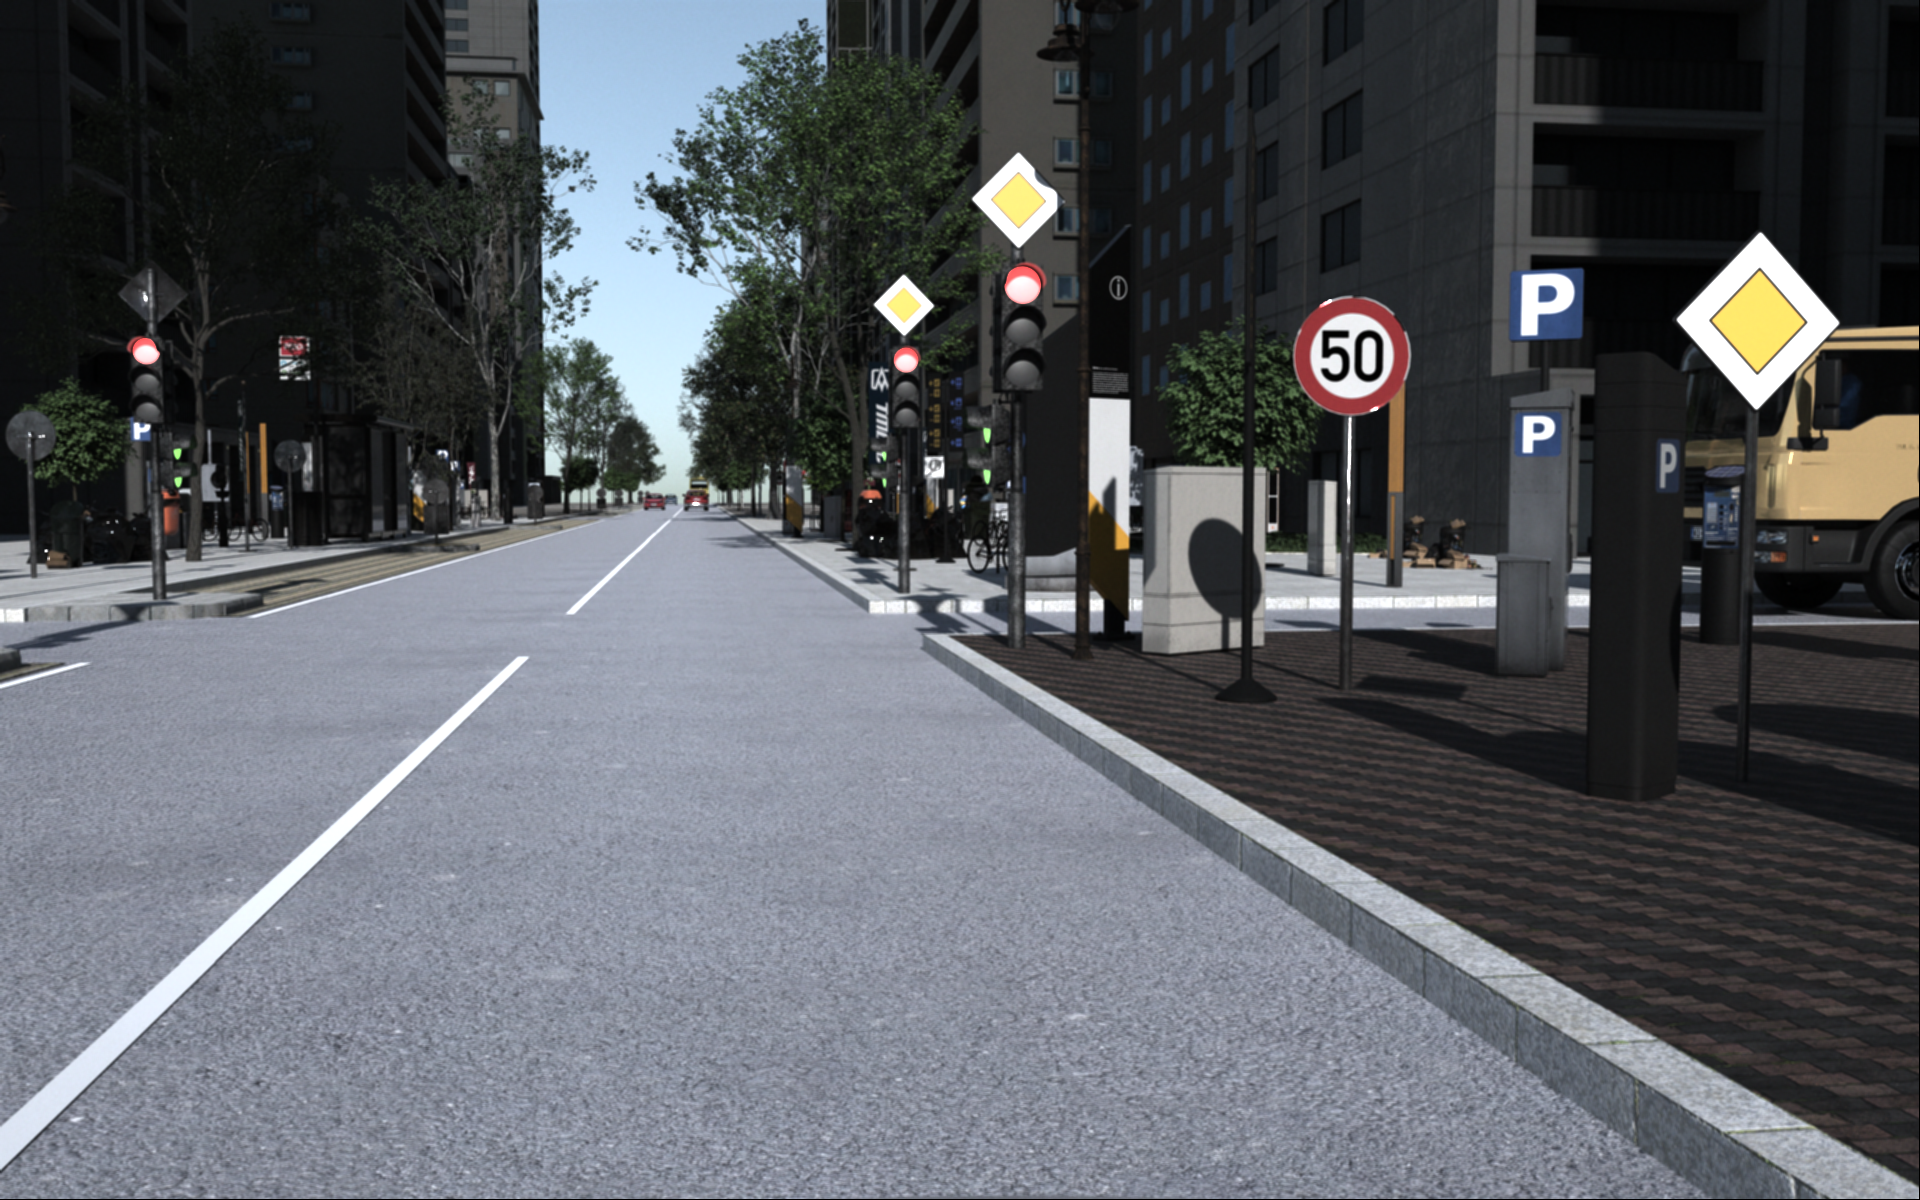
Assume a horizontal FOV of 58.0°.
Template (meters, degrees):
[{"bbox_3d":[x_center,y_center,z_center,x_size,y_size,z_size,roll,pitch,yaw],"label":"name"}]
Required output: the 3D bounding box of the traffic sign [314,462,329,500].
[{"bbox_3d":[-19.696,-3.308,54.084,0.884,2.594,0.081,0,4,-8],"label":"traffic sign"}]

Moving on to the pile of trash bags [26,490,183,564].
[{"bbox_3d":[-16.124,-1.441,33.308,1.912,1.369,3.447,1,4,8],"label":"pile of trash bags"}]

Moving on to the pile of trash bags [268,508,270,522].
[{"bbox_3d":[-31.850,-4.248,79.204,3.447,1.369,1.912,-2,4,-24],"label":"pile of trash bags"}]

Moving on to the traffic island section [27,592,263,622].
[{"bbox_3d":[-9.739,0.076,21.040,2.009,0.180,2.903,-1,4,-9],"label":"traffic island section"}]

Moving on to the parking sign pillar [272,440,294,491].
[{"bbox_3d":[-33.762,-5.989,86.393,1.447,3.967,1.447,1,4,8],"label":"parking sign pillar"}]

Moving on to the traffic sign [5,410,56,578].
[{"bbox_3d":[-14.113,-1.603,26.317,0.768,2.556,0.104,0,4,0],"label":"traffic sign"}]

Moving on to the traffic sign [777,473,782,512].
[{"bbox_3d":[-9.941,-5.826,95.358,0.768,2.556,0.104,0,4,-8],"label":"traffic sign"}]

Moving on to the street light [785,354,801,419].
[{"bbox_3d":[-5.512,-5.161,57.174,0.468,5.910,1.993,-1,4,-9],"label":"street light"}]

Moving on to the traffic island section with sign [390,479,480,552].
[{"bbox_3d":[-13.151,-2.132,43.478,1.989,1.847,2.006,-1,4,-9],"label":"traffic island section with sign"}]

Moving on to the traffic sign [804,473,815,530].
[{"bbox_3d":[-5.135,-3.714,60.728,0.884,2.594,0.081,0,4,1],"label":"traffic sign"}]

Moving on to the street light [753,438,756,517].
[{"bbox_3d":[-11.457,-7.555,96.307,0.468,5.910,1.993,-1,4,-9],"label":"street light"}]

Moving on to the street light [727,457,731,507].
[{"bbox_3d":[-22.822,-12.142,171.308,0.468,5.910,1.993,-1,4,-9],"label":"street light"}]

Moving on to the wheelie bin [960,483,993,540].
[{"bbox_3d":[0.497,-2.493,48.675,0.980,1.594,0.693,-2,4,-29],"label":"wheelie bin"}]

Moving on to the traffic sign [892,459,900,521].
[{"bbox_3d":[-2.294,-3.656,59.889,0.768,2.556,0.104,0,4,-1],"label":"traffic sign"}]

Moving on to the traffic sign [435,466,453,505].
[{"bbox_3d":[-20.202,-4.129,67.515,0.884,2.594,0.081,0,4,-6],"label":"traffic sign"}]

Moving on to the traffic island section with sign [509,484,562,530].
[{"bbox_3d":[-17.214,-3.774,70.339,1.989,1.847,2.006,-1,4,-9],"label":"traffic island section with sign"}]

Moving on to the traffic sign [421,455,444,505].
[{"bbox_3d":[-17.346,-3.476,56.936,0.768,2.556,0.104,0,4,1],"label":"traffic sign"}]

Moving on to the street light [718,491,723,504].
[{"bbox_3d":[-35.339,-17.169,253.493,0.468,5.910,1.993,-1,4,-9],"label":"street light"}]

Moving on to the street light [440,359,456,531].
[{"bbox_3d":[-17.522,-5.301,59.454,0.468,5.910,1.993,-1,4,-9],"label":"street light"}]

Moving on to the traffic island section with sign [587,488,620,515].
[{"bbox_3d":[-24.613,-6.763,119.208,1.989,1.847,2.006,-1,4,-9],"label":"traffic island section with sign"}]

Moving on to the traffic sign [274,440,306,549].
[{"bbox_3d":[-15.748,-2.484,40.715,0.768,2.556,0.104,0,4,0],"label":"traffic sign"}]

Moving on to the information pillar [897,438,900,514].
[{"bbox_3d":[-2.164,-4.461,64.294,0.183,3.616,0.504,2,4,31],"label":"information pillar"}]

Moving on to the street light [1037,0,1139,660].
[{"bbox_3d":[0.955,-2.479,13.321,0.468,5.910,1.993,-1,4,-9],"label":"street light"}]

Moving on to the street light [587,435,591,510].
[{"bbox_3d":[-29.114,-9.973,135.853,0.468,5.910,1.993,-1,4,-9],"label":"street light"}]

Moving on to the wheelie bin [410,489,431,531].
[{"bbox_3d":[-18.944,-3.227,60.666,0.980,1.594,0.693,3,5,42],"label":"wheelie bin"}]

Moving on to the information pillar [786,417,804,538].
[{"bbox_3d":[-4.818,-3.614,50.438,0.504,3.616,0.183,0,4,8],"label":"information pillar"}]

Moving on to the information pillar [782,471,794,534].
[{"bbox_3d":[-5.487,-3.112,55.368,0.304,2.012,0.304,1,4,19],"label":"information pillar"}]

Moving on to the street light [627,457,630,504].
[{"bbox_3d":[-41.526,-14.945,217.131,0.468,5.910,1.993,-1,4,-9],"label":"street light"}]

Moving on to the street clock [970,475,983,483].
[{"bbox_3d":[0.629,-3.739,65.703,0.471,2.002,0.358,0,4,-7],"label":"street clock"}]

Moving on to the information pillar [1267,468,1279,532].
[{"bbox_3d":[8.860,-2.722,48.992,0.304,2.012,0.304,1,4,13],"label":"information pillar"}]

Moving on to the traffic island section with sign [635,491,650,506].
[{"bbox_3d":[-37.009,-11.774,201.136,1.989,1.847,2.006,-1,4,-9],"label":"traffic island section with sign"}]

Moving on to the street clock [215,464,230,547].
[{"bbox_3d":[-17.843,-2.284,41.916,0.358,2.002,0.471,-1,4,-15],"label":"street clock"}]

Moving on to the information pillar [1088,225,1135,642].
[{"bbox_3d":[1.290,-1.450,15.069,0.504,3.616,0.183,-3,4,-37],"label":"information pillar"}]

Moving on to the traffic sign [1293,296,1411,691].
[{"bbox_3d":[2.520,-0.681,11.247,0.768,2.556,0.104,0,4,-3],"label":"traffic sign"}]

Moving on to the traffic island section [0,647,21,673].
[{"bbox_3d":[-8.544,0.559,13.144,2.009,0.180,2.903,-1,4,-9],"label":"traffic island section"}]

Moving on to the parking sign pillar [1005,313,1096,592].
[{"bbox_3d":[1.330,-2.130,23.297,1.447,3.967,1.447,-2,4,-31],"label":"parking sign pillar"}]

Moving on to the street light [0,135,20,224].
[{"bbox_3d":[-11.817,-2.942,20.889,0.468,5.910,1.993,-1,4,-9],"label":"street light"}]

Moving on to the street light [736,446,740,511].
[{"bbox_3d":[-16.966,-9.774,132.596,0.468,5.910,1.993,-1,4,-9],"label":"street light"}]

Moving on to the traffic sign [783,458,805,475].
[{"bbox_3d":[-5.120,-3.297,54.005,0.768,2.556,0.104,0,4,-1],"label":"traffic sign"}]

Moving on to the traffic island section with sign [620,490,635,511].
[{"bbox_3d":[-28.724,-8.425,146.380,1.989,1.847,2.006,-1,4,-9],"label":"traffic island section with sign"}]

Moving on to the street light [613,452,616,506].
[{"bbox_3d":[-35.659,-12.598,178.758,0.468,5.910,1.993,-1,4,-9],"label":"street light"}]

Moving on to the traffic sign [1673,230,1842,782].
[{"bbox_3d":[3.494,-0.397,7.670,0.795,2.450,0.064,0,4,-8],"label":"traffic sign"}]

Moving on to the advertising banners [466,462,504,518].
[{"bbox_3d":[-25.799,-5.988,94.084,2.074,3.025,0.090,0,4,8],"label":"advertising banners"}]

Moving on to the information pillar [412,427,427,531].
[{"bbox_3d":[-18.553,-4.169,59.522,0.183,3.616,0.504,3,5,40],"label":"information pillar"}]

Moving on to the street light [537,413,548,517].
[{"bbox_3d":[-23.405,-7.608,97.185,0.468,5.910,1.993,-1,4,-9],"label":"street light"}]

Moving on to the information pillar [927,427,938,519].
[{"bbox_3d":[-0.802,-3.645,50.947,0.183,3.616,0.504,-3,4,-36],"label":"information pillar"}]

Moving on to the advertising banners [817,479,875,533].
[{"bbox_3d":[-3.724,-3.762,57.696,2.074,3.025,0.090,0,4,4],"label":"advertising banners"}]

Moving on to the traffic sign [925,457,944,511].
[{"bbox_3d":[-0.672,-2.747,47.040,0.606,2.300,0.079,0,4,-6],"label":"traffic sign"}]

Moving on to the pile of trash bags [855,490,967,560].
[{"bbox_3d":[-1.283,-1.574,35.485,1.912,1.369,3.447,-2,4,-27],"label":"pile of trash bags"}]
